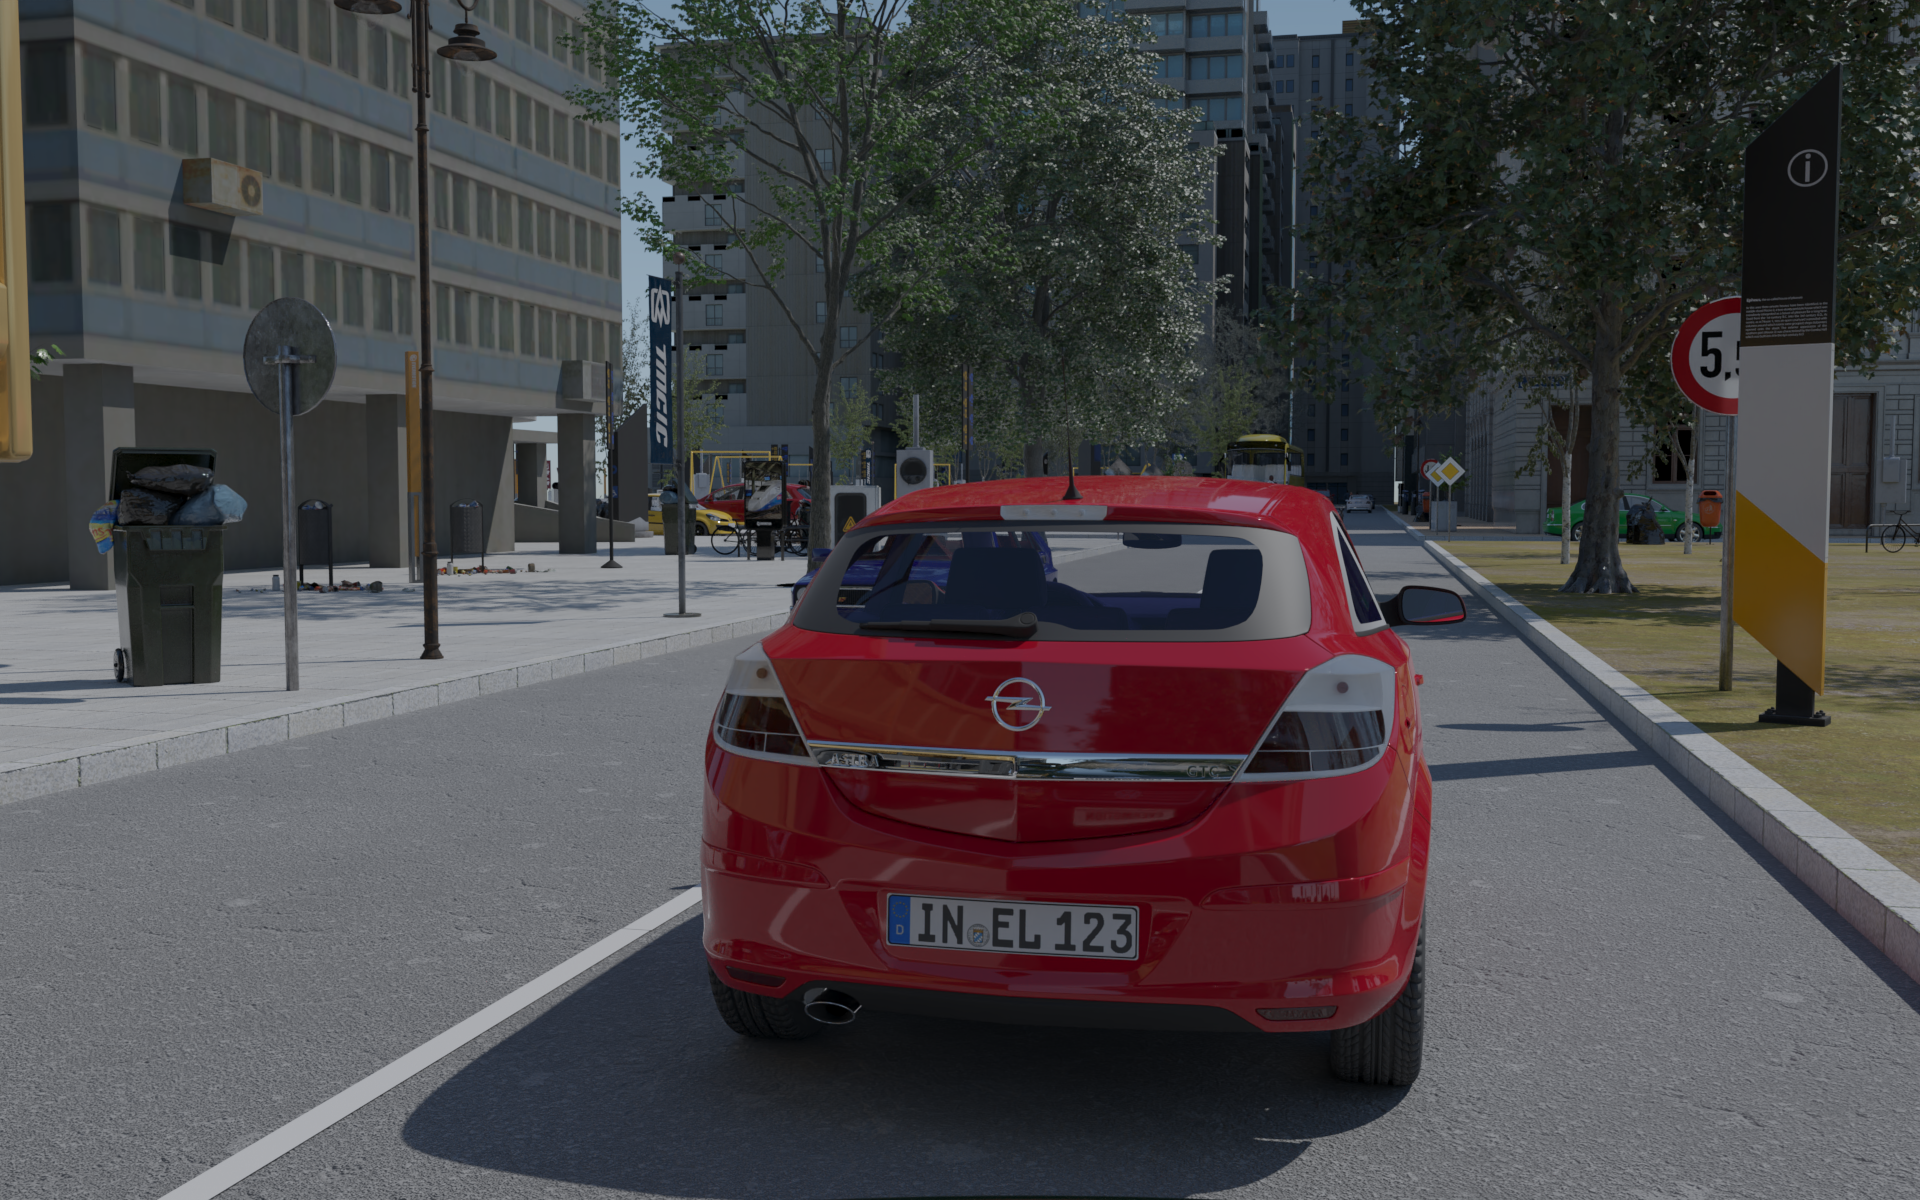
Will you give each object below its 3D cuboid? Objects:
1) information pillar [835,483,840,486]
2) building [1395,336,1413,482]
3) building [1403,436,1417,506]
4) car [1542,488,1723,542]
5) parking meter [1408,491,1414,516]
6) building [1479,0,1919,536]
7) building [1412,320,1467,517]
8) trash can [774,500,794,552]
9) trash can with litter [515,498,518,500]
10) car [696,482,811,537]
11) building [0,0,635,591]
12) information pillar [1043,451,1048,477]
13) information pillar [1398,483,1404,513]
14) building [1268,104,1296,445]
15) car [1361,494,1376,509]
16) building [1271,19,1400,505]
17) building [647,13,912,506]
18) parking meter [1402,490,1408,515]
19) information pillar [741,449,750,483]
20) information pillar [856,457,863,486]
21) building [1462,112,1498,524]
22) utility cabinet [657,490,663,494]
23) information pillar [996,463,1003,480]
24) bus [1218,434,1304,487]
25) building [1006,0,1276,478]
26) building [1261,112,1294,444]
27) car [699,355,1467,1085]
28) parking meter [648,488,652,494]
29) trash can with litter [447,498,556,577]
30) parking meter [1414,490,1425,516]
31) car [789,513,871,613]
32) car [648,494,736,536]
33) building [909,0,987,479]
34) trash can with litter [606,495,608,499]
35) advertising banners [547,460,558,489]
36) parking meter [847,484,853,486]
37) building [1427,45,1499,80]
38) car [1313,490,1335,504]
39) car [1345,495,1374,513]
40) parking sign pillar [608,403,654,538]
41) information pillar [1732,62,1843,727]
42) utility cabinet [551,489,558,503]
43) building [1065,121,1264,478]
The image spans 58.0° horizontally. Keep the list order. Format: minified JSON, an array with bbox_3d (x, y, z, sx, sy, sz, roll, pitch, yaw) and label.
[{"bbox_3d":[-8.374,-6.981,118.628,0.304,2.012,0.304,0,4,4],"label":"information pillar"},{"bbox_3d":[61.237,-32.446,214.089,14.086,41.232,14.154,1,4,13],"label":"building"},{"bbox_3d":[58.447,-53.044,179.933,22.319,86.520,31.000,1,4,13],"label":"building"},{"bbox_3d":[18.792,-2.426,48.454,4.718,1.807,1.959,1,4,13],"label":"car"},{"bbox_3d":[27.108,-5.809,103.385,0.372,1.533,0.369,0,3,0],"label":"parking meter"},{"bbox_3d":[28.353,-13.519,57.195,21.152,22.565,11.583,1,4,13],"label":"building"},{"bbox_3d":[36.750,-17.840,110.745,14.314,24.678,30.058,1,4,13],"label":"building"},{"bbox_3d":[-4.085,-1.654,38.699,0.748,1.137,0.748,0,3,0],"label":"trash can"},{"bbox_3d":[-16.612,-3.209,63.851,1.055,1.170,0.624,-2,4,-30],"label":"trash can with litter"},{"bbox_3d":[-7.065,-2.910,56.250,5.304,1.827,2.281,1,4,12],"label":"car"},{"bbox_3d":[-20.099,-20.884,33.335,23.993,40.220,32.217,1,4,13],"label":"building"},{"bbox_3d":[4.624,-6.343,95.056,0.504,3.616,0.183,-3,4,-38],"label":"information pillar"},{"bbox_3d":[29.459,-6.801,115.681,0.304,2.012,0.304,-1,4,-14],"label":"information pillar"},{"bbox_3d":[30.505,-33.449,197.008,14.200,45.320,14.600,1,4,13],"label":"building"},{"bbox_3d":[38.370,-9.300,164.064,2.014,1.417,4.499,1,4,11],"label":"car"},{"bbox_3d":[41.276,-41.533,221.071,28.212,58.520,21.231,1,4,13],"label":"building"},{"bbox_3d":[-19.149,-37.392,200.603,27.495,52.752,28.713,1,4,13],"label":"building"},{"bbox_3d":[27.677,-6.067,107.609,0.372,1.533,0.369,0,3,0],"label":"parking meter"},{"bbox_3d":[-11.221,-6.069,90.577,0.504,3.616,0.183,-3,5,-40],"label":"information pillar"},{"bbox_3d":[-5.718,-6.558,98.570,0.504,3.616,0.183,3,5,40],"label":"information pillar"},{"bbox_3d":[31.415,-14.818,84.073,13.314,21.916,24.055,1,4,13],"label":"building"},{"bbox_3d":[-15.888,-5.240,94.351,1.173,1.500,0.318,-2,4,-27],"label":"utility cabinet"},{"bbox_3d":[2.917,-8.340,127.714,0.504,3.616,0.183,1,4,23],"label":"information pillar"},{"bbox_3d":[13.234,-5.094,74.835,2.896,3.916,12.252,1,4,15],"label":"bus"},{"bbox_3d":[17.514,-33.104,160.859,23.786,49.044,30.456,1,4,13],"label":"building"},{"bbox_3d":[27.384,-30.461,181.623,14.154,41.232,14.086,1,4,13],"label":"building"},{"bbox_3d":[0.609,0.197,5.825,2.155,1.783,4.494,1,4,13],"label":"car"},{"bbox_3d":[-12.242,-3.639,67.914,0.372,1.533,0.369,0,3,0],"label":"parking meter"},{"bbox_3d":[-7.551,-1.037,28.005,2.233,1.210,1.678,-2,4,-33],"label":"trash can with litter"},{"bbox_3d":[25.793,-5.407,96.812,0.372,1.533,0.369,0,3,0],"label":"parking meter"},{"bbox_3d":[-0.225,-0.171,15.378,1.945,1.354,3.894,1,4,13],"label":"car"},{"bbox_3d":[-9.013,-2.702,54.400,3.980,1.641,2.015,1,4,15],"label":"car"},{"bbox_3d":[8.884,-40.122,197.990,28.212,58.520,21.231,1,4,13],"label":"building"},{"bbox_3d":[-28.439,-7.928,140.677,2.233,1.210,1.678,3,5,43],"label":"trash can with litter"},{"bbox_3d":[-20.731,-5.720,89.716,2.074,3.025,0.090,-3,5,-43],"label":"advertising banners"},{"bbox_3d":[-6.255,-5.657,98.200,0.399,1.863,0.255,-1,4,-14],"label":"parking meter"},{"bbox_3d":[42.710,-27.506,133.322,14.154,41.232,14.086,1,4,13],"label":"building"},{"bbox_3d":[30.309,-8.368,145.495,2.281,1.827,5.304,1,4,13],"label":"car"},{"bbox_3d":[30.206,-7.256,130.995,2.083,1.381,4.827,1,4,14],"label":"car"},{"bbox_3d":[-9.775,-3.823,50.986,1.447,3.967,1.447,2,4,31],"label":"parking sign pillar"},{"bbox_3d":[4.611,-1.119,9.644,0.504,3.616,0.183,3,4,36],"label":"information pillar"},{"bbox_3d":[-17.731,-4.125,76.124,0.318,1.500,1.173,-1,4,-18],"label":"utility cabinet"},{"bbox_3d":[16.529,-22.399,137.920,14.160,30.474,14.107,1,4,13],"label":"building"}]
